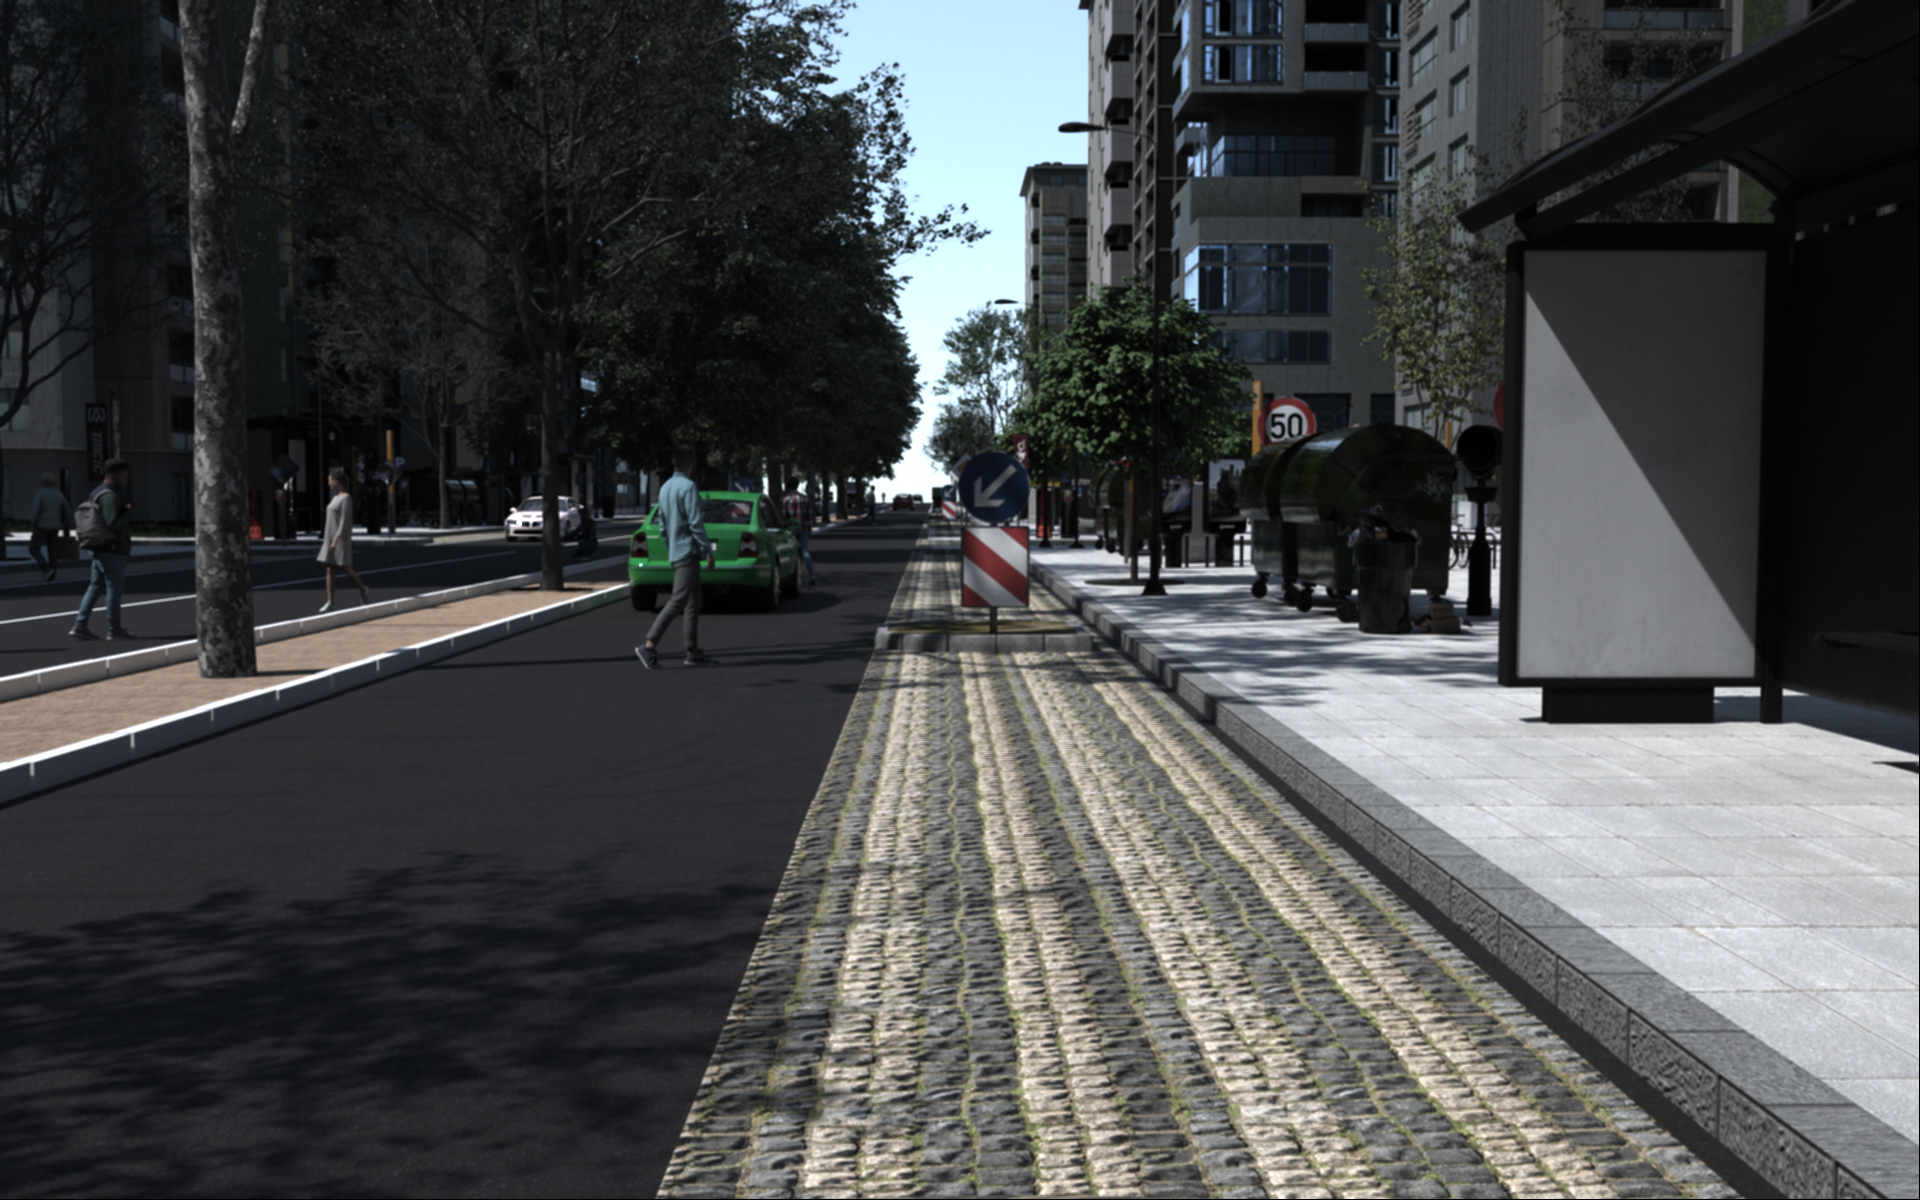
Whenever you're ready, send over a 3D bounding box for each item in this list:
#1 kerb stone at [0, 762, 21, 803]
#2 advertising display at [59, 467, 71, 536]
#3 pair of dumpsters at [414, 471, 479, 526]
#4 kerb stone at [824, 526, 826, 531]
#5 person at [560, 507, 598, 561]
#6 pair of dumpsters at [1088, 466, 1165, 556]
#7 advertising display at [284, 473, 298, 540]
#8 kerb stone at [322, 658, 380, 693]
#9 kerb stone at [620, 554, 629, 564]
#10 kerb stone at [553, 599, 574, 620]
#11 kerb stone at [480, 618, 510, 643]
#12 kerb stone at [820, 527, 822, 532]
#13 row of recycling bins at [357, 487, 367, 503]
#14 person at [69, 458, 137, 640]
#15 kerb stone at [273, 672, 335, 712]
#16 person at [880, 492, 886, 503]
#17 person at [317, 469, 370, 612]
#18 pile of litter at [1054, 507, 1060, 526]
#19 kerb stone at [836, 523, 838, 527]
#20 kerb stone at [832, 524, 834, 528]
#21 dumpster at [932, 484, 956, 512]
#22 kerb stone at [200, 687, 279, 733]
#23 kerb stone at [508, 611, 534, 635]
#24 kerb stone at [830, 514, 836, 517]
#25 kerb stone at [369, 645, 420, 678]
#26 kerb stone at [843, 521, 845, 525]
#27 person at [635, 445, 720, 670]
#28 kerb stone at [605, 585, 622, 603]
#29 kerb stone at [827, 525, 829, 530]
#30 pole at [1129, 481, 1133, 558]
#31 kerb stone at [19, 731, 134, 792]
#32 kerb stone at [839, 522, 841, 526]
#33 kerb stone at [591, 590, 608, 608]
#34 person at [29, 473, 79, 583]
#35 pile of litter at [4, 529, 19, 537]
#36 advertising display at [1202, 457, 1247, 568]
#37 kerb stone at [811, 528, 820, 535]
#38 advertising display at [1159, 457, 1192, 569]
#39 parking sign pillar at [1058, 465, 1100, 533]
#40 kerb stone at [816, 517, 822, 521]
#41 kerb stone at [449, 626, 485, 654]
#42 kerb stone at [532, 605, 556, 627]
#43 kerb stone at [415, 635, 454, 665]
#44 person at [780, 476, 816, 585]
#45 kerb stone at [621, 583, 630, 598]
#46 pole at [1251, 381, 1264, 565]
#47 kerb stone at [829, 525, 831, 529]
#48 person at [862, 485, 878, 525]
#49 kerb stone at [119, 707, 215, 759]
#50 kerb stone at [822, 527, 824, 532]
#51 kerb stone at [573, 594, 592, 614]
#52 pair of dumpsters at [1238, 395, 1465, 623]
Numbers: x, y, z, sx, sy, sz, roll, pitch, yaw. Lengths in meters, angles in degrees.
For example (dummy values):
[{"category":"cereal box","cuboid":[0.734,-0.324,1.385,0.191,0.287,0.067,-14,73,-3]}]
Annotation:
[{"category":"kerb stone","cuboid":[-4.504,0.882,7.795,0.120,0.150,1.000,0,4,-1]},{"category":"advertising display","cuboid":[-21.195,-2.192,41.047,0.123,1.923,0.974,-1,4,-22]},{"category":"pair of dumpsters","cuboid":[-21.038,-4.190,70.999,1.574,2.255,4.437,0,4,-1]},{"category":"kerb stone","cuboid":[-5.295,-2.662,65.762,0.120,0.150,1.000,0,4,-1]},{"category":"person","cuboid":[-8.063,-1.416,37.148,0.738,1.151,1.012,-3,5,-44]},{"category":"pair of dumpsters","cuboid":[3.764,-2.160,37.808,1.574,2.255,4.437,0,4,-1]},{"category":"advertising display","cuboid":[-18.957,-2.681,49.054,0.123,1.923,0.974,-2,4,-35]},{"category":"kerb stone","cuboid":[-4.569,0.571,12.920,0.120,0.150,1.000,0,4,-1]},{"category":"kerb stone","cuboid":[-6.980,-0.812,35.478,0.120,0.150,1.000,0,4,-1]},{"category":"kerb stone","cuboid":[-4.668,0.129,20.094,0.120,0.150,1.000,0,4,-1]},{"category":"kerb stone","cuboid":[-4.629,0.317,17.018,0.120,0.150,1.000,0,4,-1]},{"category":"kerb stone","cuboid":[-5.261,-2.535,63.718,0.120,0.150,1.000,0,4,-1]},{"category":"row of recycling bins","cuboid":[-29.273,-4.471,80.209,3.534,1.692,1.069,-1,4,-15]},{"category":"person","cuboid":[-8.346,-0.498,16.983,0.623,1.781,0.721,2,4,34]},{"category":"kerb stone","cuboid":[-4.545,0.637,11.889,0.120,0.150,1.000,0,4,-1]},{"category":"person","cuboid":[-12.145,-16.271,274.552,1.348,1.821,0.705,3,5,42]},{"category":"person","cuboid":[-7.585,-0.733,21.235,0.466,1.731,0.760,1,4,18]},{"category":"pile of litter","cuboid":[4.007,-3.447,70.327,1.176,0.858,1.719,0,4,4]},{"category":"kerb stone","cuboid":[-5.402,-3.166,73.961,0.120,0.150,1.000,0,4,-1]},{"category":"kerb stone","cuboid":[-5.365,-2.978,70.890,0.120,0.150,1.000,0,4,-1]},{"category":"dumpster","cuboid":[-1.258,-8.101,137.408,1.985,2.255,1.502,0,4,-2]},{"category":"kerb stone","cuboid":[-4.538,0.693,10.866,0.120,0.150,1.000,0,4,-1]},{"category":"kerb stone","cuboid":[-4.642,0.254,18.050,0.120,0.150,1.000,0,4,-1]},{"category":"kerb stone","cuboid":[-7.989,-5.294,108.760,0.120,0.150,1.000,0,4,-1]},{"category":"kerb stone","cuboid":[-4.580,0.504,13.947,0.120,0.150,1.000,0,4,-1]},{"category":"kerb stone","cuboid":[-5.475,-3.480,79.092,0.120,0.150,1.000,0,4,-1]},{"category":"person","cuboid":[-2.354,-0.365,14.337,0.748,1.841,0.638,-1,4,-22]},{"category":"kerb stone","cuboid":[-4.704,-0.059,23.170,0.120,0.150,1.000,0,4,-1]},{"category":"kerb stone","cuboid":[-5.318,-2.790,67.807,0.120,0.150,1.000,0,4,-1]},{"category":"pole","cuboid":[3.432,-2.503,34.775,0.158,3.312,0.155,0,3,0]},{"category":"kerb stone","cuboid":[-4.513,0.824,8.817,0.120,0.150,1.000,0,4,-1]},{"category":"kerb stone","cuboid":[-5.437,-3.291,76.006,0.120,0.150,1.000,0,4,-1]},{"category":"kerb stone","cuboid":[-4.692,0.003,22.144,0.120,0.150,1.000,0,4,-1]},{"category":"person","cuboid":[-14.725,-1.174,28.174,0.515,1.767,0.782,2,4,24]},{"category":"pile of litter","cuboid":[-28.900,-2.303,51.617,1.719,0.858,1.176,2,4,26]},{"category":"advertising display","cuboid":[4.638,-1.536,30.333,0.974,1.923,0.123,-3,4,-37]},{"category":"kerb stone","cuboid":[-5.248,-2.476,62.678,0.120,0.150,1.000,0,4,-1]},{"category":"advertising display","cuboid":[3.718,-1.522,30.106,0.123,1.923,0.974,3,5,41]},{"category":"parking sign pillar","cuboid":[3.946,-4.195,57.055,1.447,3.967,1.447,2,4,32]},{"category":"kerb stone","cuboid":[-7.813,-4.534,96.434,0.120,0.150,1.000,0,4,-1]},{"category":"kerb stone","cuboid":[-4.606,0.379,15.996,0.120,0.150,1.000,0,4,-1]},{"category":"kerb stone","cuboid":[-4.649,0.191,19.072,0.120,0.150,1.000,0,4,-1]},{"category":"kerb stone","cuboid":[-4.594,0.444,14.972,0.120,0.150,1.000,0,4,-1]},{"category":"person","cuboid":[-2.585,-1.105,27.402,0.563,1.720,0.643,-2,4,-30]},{"category":"kerb stone","cuboid":[-4.728,-0.122,24.192,0.120,0.150,1.000,0,4,-1]},{"category":"pole","cuboid":[5.381,-2.293,31.340,0.158,3.312,0.155,0,3,0]},{"category":"kerb stone","cuboid":[-5.335,-2.849,68.833,0.120,0.150,1.000,0,4,-1]},{"category":"person","cuboid":[-4.208,-4.437,80.884,0.795,1.843,0.661,0,4,3]},{"category":"kerb stone","cuboid":[-4.522,0.759,9.843,0.120,0.150,1.000,0,4,-1]},{"category":"kerb stone","cuboid":[-5.278,-2.602,64.740,0.120,0.150,1.000,0,4,-1]},{"category":"kerb stone","cuboid":[-4.672,0.066,21.116,0.120,0.150,1.000,0,4,-1]},{"category":"pair of dumpsters","cuboid":[4.232,-1.021,19.183,1.574,2.255,4.437,0,4,-1]}]
